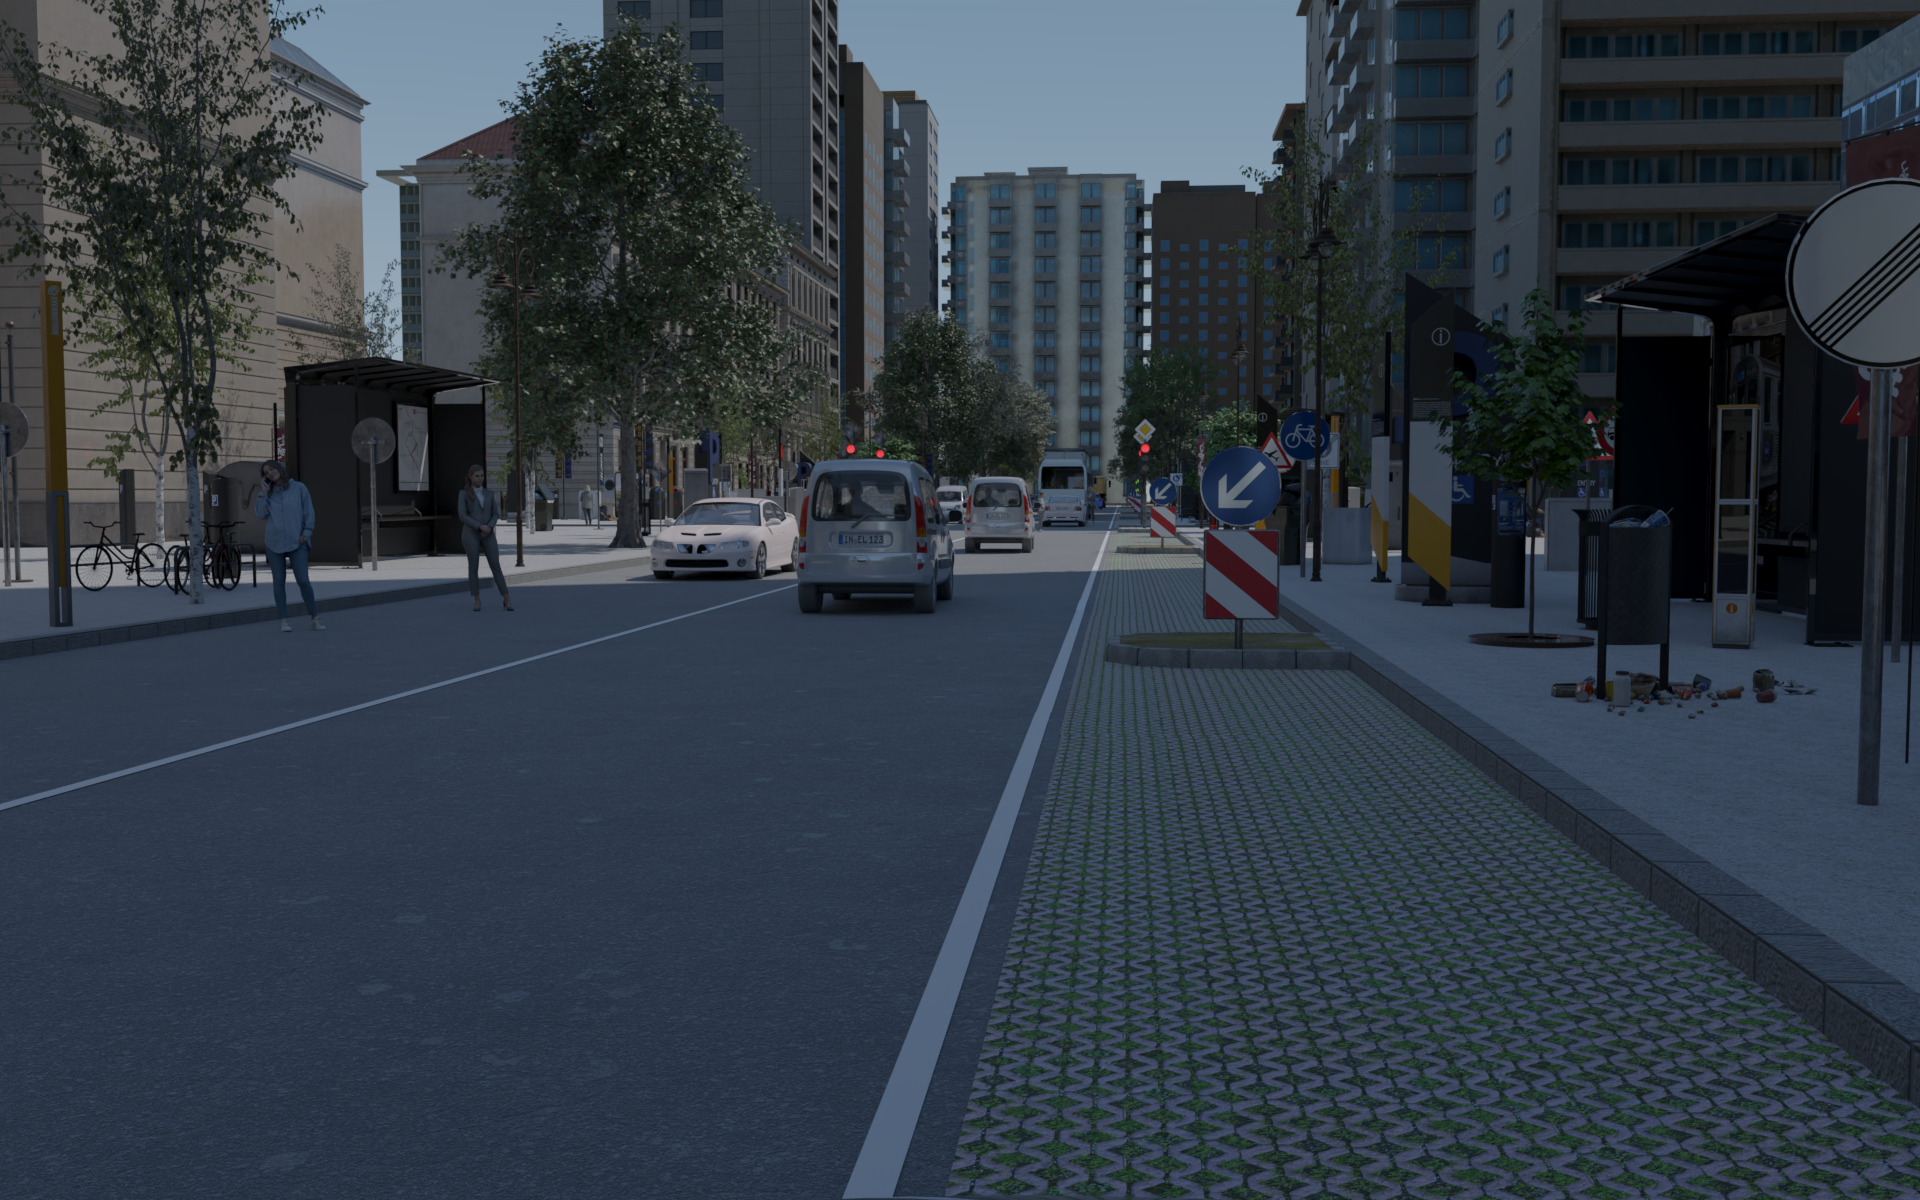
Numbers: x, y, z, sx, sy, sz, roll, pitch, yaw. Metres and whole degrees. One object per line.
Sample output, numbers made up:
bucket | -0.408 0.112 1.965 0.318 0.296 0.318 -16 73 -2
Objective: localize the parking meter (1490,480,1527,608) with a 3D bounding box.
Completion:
parking meter | 6.198 -0.682 19.561 0.372 1.533 0.369 0 3 0

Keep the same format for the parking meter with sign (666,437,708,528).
parking meter with sign | -7.829 -3.373 51.414 1.738 3.016 0.543 -1 4 -12

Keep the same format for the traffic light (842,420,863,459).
traffic light | -4.077 -4.694 65.669 0.839 4.253 0.868 0 4 5

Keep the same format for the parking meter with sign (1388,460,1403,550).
parking meter with sign | 9.940 -2.654 39.653 1.738 3.016 0.543 3 5 42

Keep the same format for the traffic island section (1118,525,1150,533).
traffic island section | 6.927 -2.599 64.772 2.009 0.180 2.903 0 4 5

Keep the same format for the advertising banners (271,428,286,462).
advertising banners | -18.649 -3.029 45.716 2.074 3.025 0.090 0 4 2

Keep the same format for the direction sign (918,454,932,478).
direction sign | -1.962 -6.447 97.405 0.876 3.537 0.379 -2 4 -25

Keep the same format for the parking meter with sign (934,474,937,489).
parking meter with sign | -1.235 -8.890 141.610 1.738 3.016 0.543 -1 4 -18

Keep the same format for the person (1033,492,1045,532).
person | 3.051 -3.338 65.678 0.503 1.515 0.523 3 5 40

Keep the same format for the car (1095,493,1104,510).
car | 12.296 -9.195 159.921 1.945 1.707 3.694 0 4 5

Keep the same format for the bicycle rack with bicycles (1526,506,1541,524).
bicycle rack with bicycles | 20.067 -2.759 58.486 2.852 0.926 2.925 3 5 43

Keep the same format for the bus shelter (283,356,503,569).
bus shelter | -10.517 -2.534 32.716 1.731 3.624 6.357 0 4 5

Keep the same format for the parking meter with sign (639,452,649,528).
parking meter with sign | -12.197 -4.281 66.256 0.543 3.016 1.738 0 4 3

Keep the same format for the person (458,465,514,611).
person | -5.803 -0.759 21.176 0.573 1.790 0.520 3 4 37

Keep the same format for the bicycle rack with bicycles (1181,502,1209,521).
bicycle rack with bicycles | 11.793 -4.120 80.742 2.925 0.926 2.852 -2 4 -33

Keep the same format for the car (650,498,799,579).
car | -4.078 -1.122 30.703 2.083 1.381 4.827 0 4 6

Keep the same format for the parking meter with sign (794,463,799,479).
parking meter with sign | -9.483 -6.193 97.519 0.543 3.016 1.738 -1 4 -16

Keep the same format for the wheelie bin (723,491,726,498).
wheelie bin | -11.902 -4.733 85.297 0.693 1.594 0.980 -1 4 -18

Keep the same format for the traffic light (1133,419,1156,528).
traffic light | 6.888 -4.633 64.662 0.839 4.253 0.868 0 4 5

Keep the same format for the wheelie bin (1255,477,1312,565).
wheelie bin | 5.942 -1.433 31.339 0.980 1.594 0.693 -3 4 -37

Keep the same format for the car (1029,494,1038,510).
car | 6.254 -7.867 140.422 2.131 1.459 4.920 0 4 4

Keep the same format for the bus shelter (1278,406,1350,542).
bus shelter | 9.924 -3.557 49.443 1.731 3.624 6.357 0 4 5

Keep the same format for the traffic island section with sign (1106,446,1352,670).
traffic island section with sign | 2.273 -0.391 15.027 1.989 1.847 2.006 0 4 5

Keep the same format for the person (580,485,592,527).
person | -15.567 -3.872 71.988 0.537 1.800 0.526 -2 4 -29

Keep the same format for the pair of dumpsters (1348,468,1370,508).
pair of dumpsters | 12.768 -3.421 58.429 1.574 2.255 4.437 0 4 6

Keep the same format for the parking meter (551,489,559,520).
parking meter | -20.343 -4.812 87.093 0.372 1.533 0.369 0 3 0

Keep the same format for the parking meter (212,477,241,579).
parking meter | -11.146 -1.094 26.300 0.372 1.533 0.369 0 3 0

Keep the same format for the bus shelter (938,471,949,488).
bus shelter | -0.717 -8.612 134.736 2.014 3.302 5.546 0 4 5

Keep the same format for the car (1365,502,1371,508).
car | 16.489 -3.347 67.298 3.894 1.354 1.945 0 4 5

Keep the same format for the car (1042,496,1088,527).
car | 4.649 -3.962 77.145 2.083 1.381 4.827 0 4 5

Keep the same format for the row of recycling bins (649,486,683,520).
row of recycling bins | -14.677 -4.848 86.380 3.534 1.692 1.069 -2 4 -26

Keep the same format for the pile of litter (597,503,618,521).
pile of litter | -16.787 -4.202 82.666 1.176 0.858 1.719 0 4 6

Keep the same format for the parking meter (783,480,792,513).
parking meter | -6.701 -3.742 66.901 0.399 1.863 0.255 3 4 37

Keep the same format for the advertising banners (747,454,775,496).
advertising banners | -8.491 -4.893 76.188 2.074 3.025 0.090 -3 4 -38

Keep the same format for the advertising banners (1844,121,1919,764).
advertising banners | 4.642 -0.702 7.658 0.090 3.025 2.074 -1 4 -14

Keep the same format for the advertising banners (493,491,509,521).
advertising banners | -22.735 -5.353 83.706 2.074 3.025 0.090 -1 4 -10

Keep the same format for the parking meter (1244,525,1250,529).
parking meter | 10.250 -3.469 62.428 0.399 1.863 0.255 -1 4 -17

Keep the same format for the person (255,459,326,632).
person | -6.996 -0.571 18.095 0.793 1.790 0.793 -3 5 -39

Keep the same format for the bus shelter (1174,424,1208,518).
bus shelter | 12.928 -7.215 95.603 2.179 5.291 8.768 0 4 5

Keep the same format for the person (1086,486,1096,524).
person | 6.303 -4.574 83.467 0.537 1.800 0.526 3 5 43

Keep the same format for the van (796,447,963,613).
van | -1.013 -0.930 22.212 2.013 2.044 4.112 0 4 4

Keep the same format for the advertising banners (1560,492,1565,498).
advertising banners | 28.573 -5.226 81.634 2.074 3.025 0.090 3 5 39

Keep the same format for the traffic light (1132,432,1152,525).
traffic light | 7.633 -5.119 72.613 0.839 4.253 0.868 0 4 5

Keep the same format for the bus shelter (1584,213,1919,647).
bus shelter | 7.969 -1.605 17.520 1.731 3.624 6.357 0 4 5

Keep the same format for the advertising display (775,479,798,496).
advertising display | -7.465 -4.240 74.542 0.974 1.923 0.123 -1 4 -9

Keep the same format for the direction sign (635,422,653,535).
direction sign | -9.917 -3.818 54.420 0.876 3.537 0.379 3 5 43

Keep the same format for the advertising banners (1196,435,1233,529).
advertising banners | 7.543 -3.368 51.251 0.090 3.025 2.074 -2 4 -24

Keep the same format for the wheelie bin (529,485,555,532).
wheelie bin | -14.398 -3.160 59.571 0.693 1.594 0.980 1 4 11

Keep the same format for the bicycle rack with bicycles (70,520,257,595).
bicycle rack with bicycles | -10.558 -0.601 23.215 2.852 0.926 2.925 1 4 11

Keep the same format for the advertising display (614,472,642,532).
advertising display | -9.650 -2.764 50.401 0.974 1.923 0.123 2 4 32

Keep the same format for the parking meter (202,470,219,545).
parking meter | -18.058 -2.207 41.797 0.399 1.863 0.255 3 5 41

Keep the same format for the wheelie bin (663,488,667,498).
wheelie bin | -15.916 -5.118 91.595 0.980 1.594 0.693 -1 4 -18

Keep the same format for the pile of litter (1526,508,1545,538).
pile of litter | 17.475 -2.291 51.424 1.719 0.858 1.176 -2 4 -34

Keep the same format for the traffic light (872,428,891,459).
traffic light | -3.332 -5.180 73.619 0.839 4.253 0.868 0 4 5

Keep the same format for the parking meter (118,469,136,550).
parking meter | -19.334 -2.110 40.214 0.255 1.863 0.399 -3 5 -44

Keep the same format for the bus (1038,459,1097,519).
bus | 6.112 -6.309 98.011 2.948 3.499 13.247 0 4 6

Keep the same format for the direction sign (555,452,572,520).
direction sign | -19.734 -5.764 86.233 0.876 3.537 0.379 1 4 16
